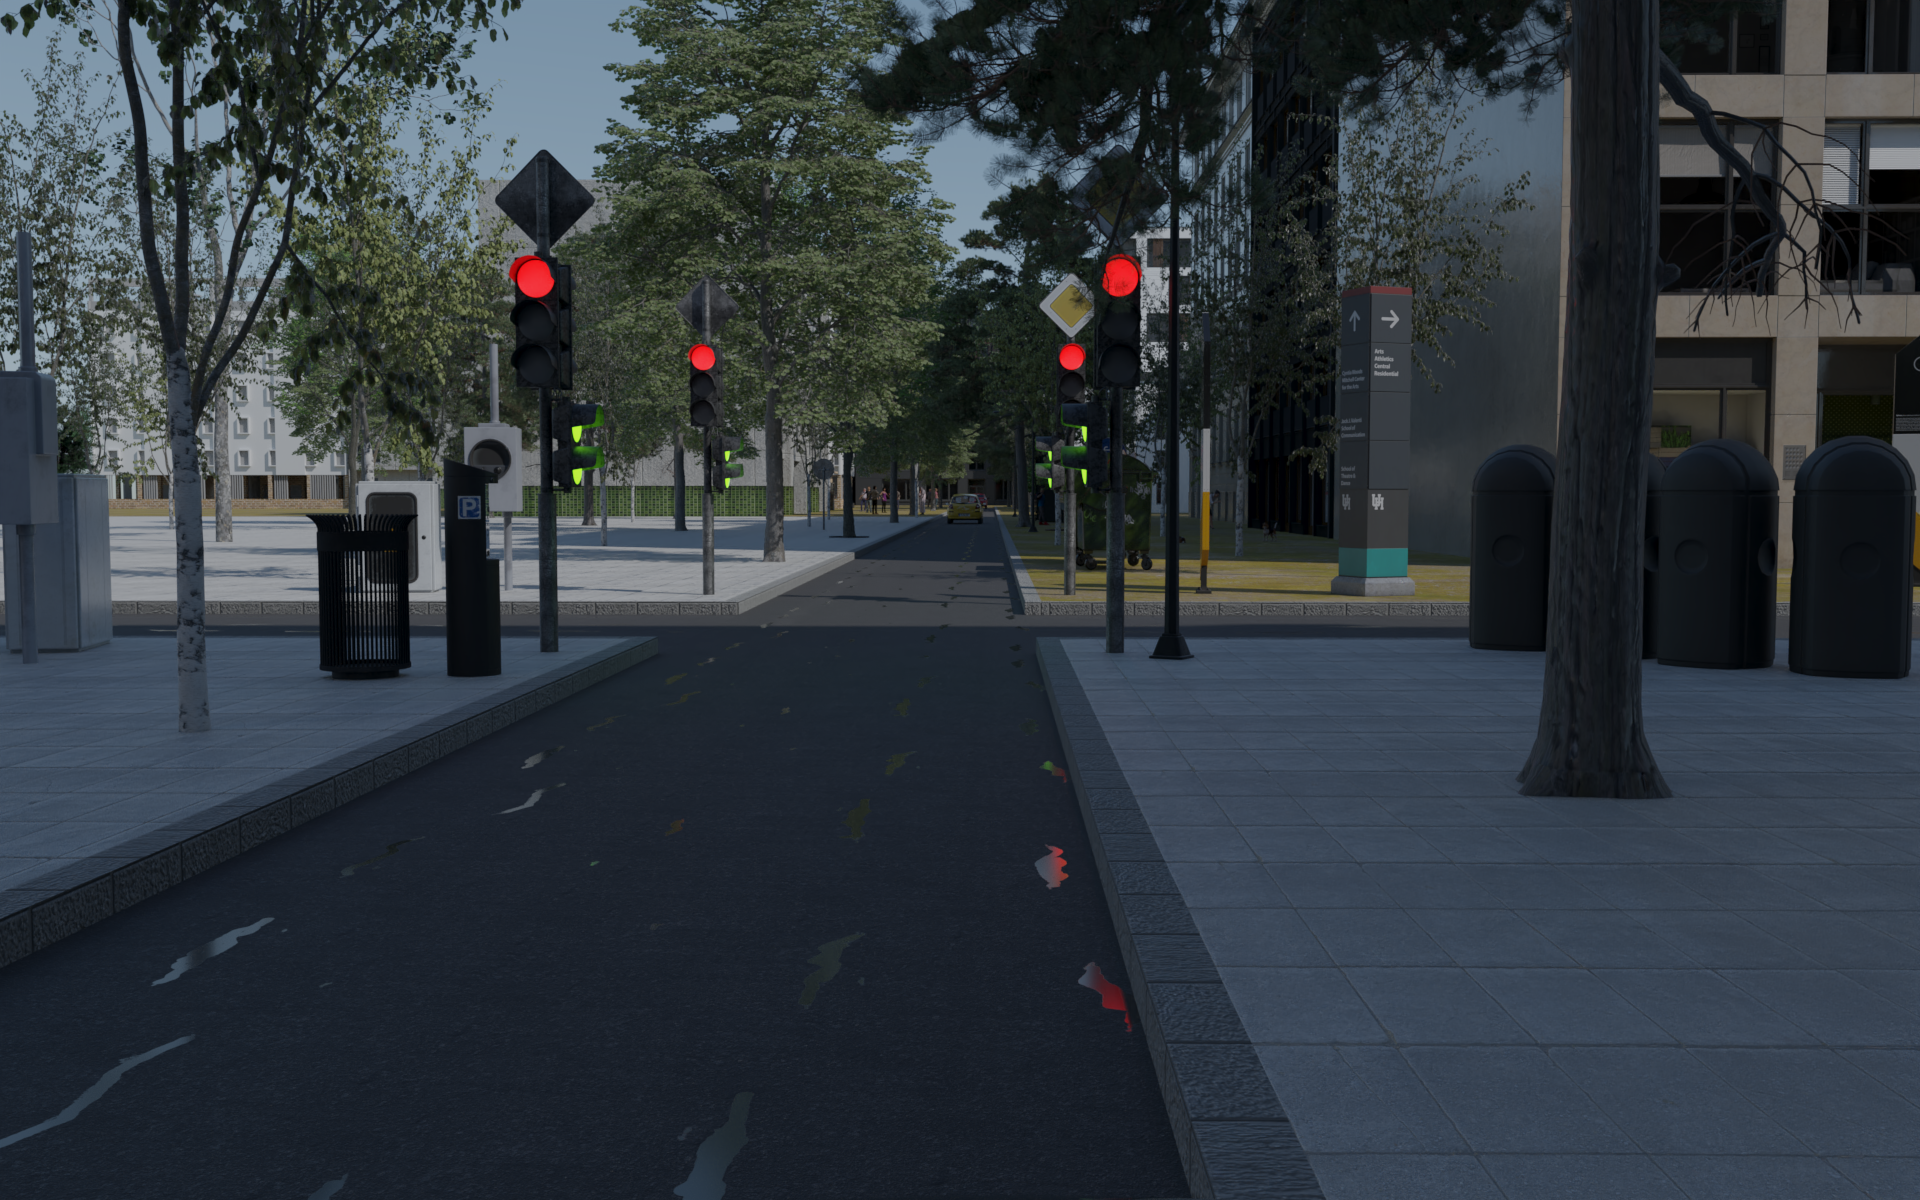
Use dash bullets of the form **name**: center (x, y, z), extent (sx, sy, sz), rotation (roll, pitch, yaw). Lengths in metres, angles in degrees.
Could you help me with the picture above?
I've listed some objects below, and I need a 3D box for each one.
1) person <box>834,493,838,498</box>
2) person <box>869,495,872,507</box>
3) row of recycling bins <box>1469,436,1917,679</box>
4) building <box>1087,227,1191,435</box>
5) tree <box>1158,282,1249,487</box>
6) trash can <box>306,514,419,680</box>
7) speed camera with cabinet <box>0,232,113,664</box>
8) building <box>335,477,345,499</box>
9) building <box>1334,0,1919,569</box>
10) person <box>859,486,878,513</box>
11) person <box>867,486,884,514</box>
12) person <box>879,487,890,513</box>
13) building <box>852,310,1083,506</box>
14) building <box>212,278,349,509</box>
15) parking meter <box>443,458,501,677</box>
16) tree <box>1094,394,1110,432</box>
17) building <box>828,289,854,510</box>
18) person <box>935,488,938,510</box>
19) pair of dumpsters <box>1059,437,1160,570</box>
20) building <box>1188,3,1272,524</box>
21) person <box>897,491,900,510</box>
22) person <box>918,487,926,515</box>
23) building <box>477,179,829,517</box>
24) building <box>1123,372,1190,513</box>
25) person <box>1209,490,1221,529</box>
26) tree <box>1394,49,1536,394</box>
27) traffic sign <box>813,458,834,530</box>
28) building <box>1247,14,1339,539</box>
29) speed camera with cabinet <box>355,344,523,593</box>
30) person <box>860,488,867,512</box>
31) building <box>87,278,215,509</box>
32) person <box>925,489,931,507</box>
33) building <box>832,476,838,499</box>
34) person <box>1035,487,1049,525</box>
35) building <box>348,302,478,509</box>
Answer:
- **person**: center (-11.999, -10.170, 172.850), extent (1.217, 1.766, 0.721), rotation (-2, 4, -26)
- **person**: center (-8.305, -9.201, 159.665), extent (0.799, 1.438, 0.628), rotation (-2, 4, -24)
- **row of recycling bins**: center (5.495, -0.383, 13.381), extent (1.069, 1.692, 3.534), rotation (-3, 4, -39)
- **building**: center (26.112, -18.636, 148.671), extent (27.936, 21.610, 32.646), rotation (0, 4, 1)
- **tree**: center (8.140, -6.675, 59.500), extent (4.737, 8.622, 4.395), rotation (0, 3, 0)
- **trash can**: center (-4.179, -0.030, 12.148), extent (0.748, 1.137, 0.748), rotation (0, 3, 0)
- **speed camera with cabinet**: center (-7.390, -1.191, 13.816), extent (0.660, 3.252, 2.038), rotation (-1, 4, -11)
- **building**: center (-61.299, -22.014, 203.896), extent (32.646, 21.610, 27.936), rotation (0, 4, 1)
- **building**: center (27.406, -14.301, 38.341), extent (34.151, 26.468, 19.350), rotation (0, 4, 1)
- **person**: center (-6.171, -6.798, 117.200), extent (1.348, 1.822, 0.705), rotation (1, 4, 13)
- **person**: center (-5.420, -6.387, 110.472), extent (1.348, 1.823, 0.705), rotation (3, 4, 36)
- **person**: center (-5.137, -6.829, 118.372), extent (0.721, 1.739, 1.217), rotation (3, 5, 40)
- **building**: center (4.809, -21.946, 202.798), extent (32.646, 21.610, 27.936), rotation (0, 4, 1)
- **building**: center (-58.643, -18.468, 158.368), extent (11.380, 20.091, 16.016), rotation (0, 4, 1)
- **parking meter**: center (-3.452, -0.236, 12.266), extent (0.372, 1.533, 0.369), rotation (0, 3, 0)
- **tree**: center (6.345, -6.226, 52.165), extent (4.360, 8.622, 3.978), rotation (0, 3, 0)
- **building**: center (-15.627, -18.425, 157.663), extent (11.380, 20.091, 16.016), rotation (0, 4, 1)
- **person**: center (-1.871, -8.217, 141.109), extent (0.721, 1.743, 1.217), rotation (0, 4, -5)
- **pair of dumpsters**: center (2.652, -1.750, 31.108), extent (1.574, 2.255, 4.436), rotation (0, 4, 1)
- **building**: center (19.633, -15.135, 80.742), extent (16.112, 22.955, 30.059), rotation (0, 4, 1)
- **person**: center (-5.216, -8.050, 138.193), extent (0.750, 1.759, 0.617), rotation (-2, 4, -31)
- **person**: center (-2.401, -6.236, 108.663), extent (0.551, 1.740, 0.621), rotation (2, 4, 25)
- **building**: center (-18.444, -15.101, 113.360), extent (16.747, 18.905, 31.486), rotation (0, 4, 1)
- **building**: center (16.477, -10.811, 118.899), extent (9.099, 9.664, 28.070), rotation (0, 4, 1)
- **person**: center (9.205, -3.317, 63.467), extent (0.799, 1.438, 0.628), rotation (1, 4, 16)
- **tree**: center (6.496, -4.643, 26.278), extent (4.360, 8.622, 3.978), rotation (0, 3, 0)
- **traffic sign**: center (-4.875, -3.781, 61.930), extent (0.768, 2.556, 0.104), rotation (0, 4, 4)
- **building**: center (16.894, -13.895, 56.866), extent (12.332, 23.373, 15.834), rotation (0, 4, 1)
- **speed camera with cabinet**: center (-6.809, -1.732, 22.662), extent (2.038, 3.252, 0.660), rotation (0, 4, -7)
- **person**: center (-7.026, -7.330, 126.830), extent (0.756, 1.711, 0.436), rotation (2, 4, 32)
- **building**: center (-70.025, -18.465, 158.326), extent (11.380, 20.091, 16.016), rotation (0, 4, 1)
- **person**: center (-2.866, -9.874, 168.031), extent (0.990, 1.755, 0.434), rotation (0, 4, -2)
- **building**: center (-28.231, -21.967, 203.136), extent (32.646, 21.610, 27.936), rotation (0, 4, 1)
- **person**: center (3.403, -3.911, 71.856), extent (0.662, 1.594, 0.647), rotation (1, 4, 11)
- **building**: center (-37.211, -17.843, 158.184), extent (31.486, 18.905, 16.747), rotation (0, 4, 1)
